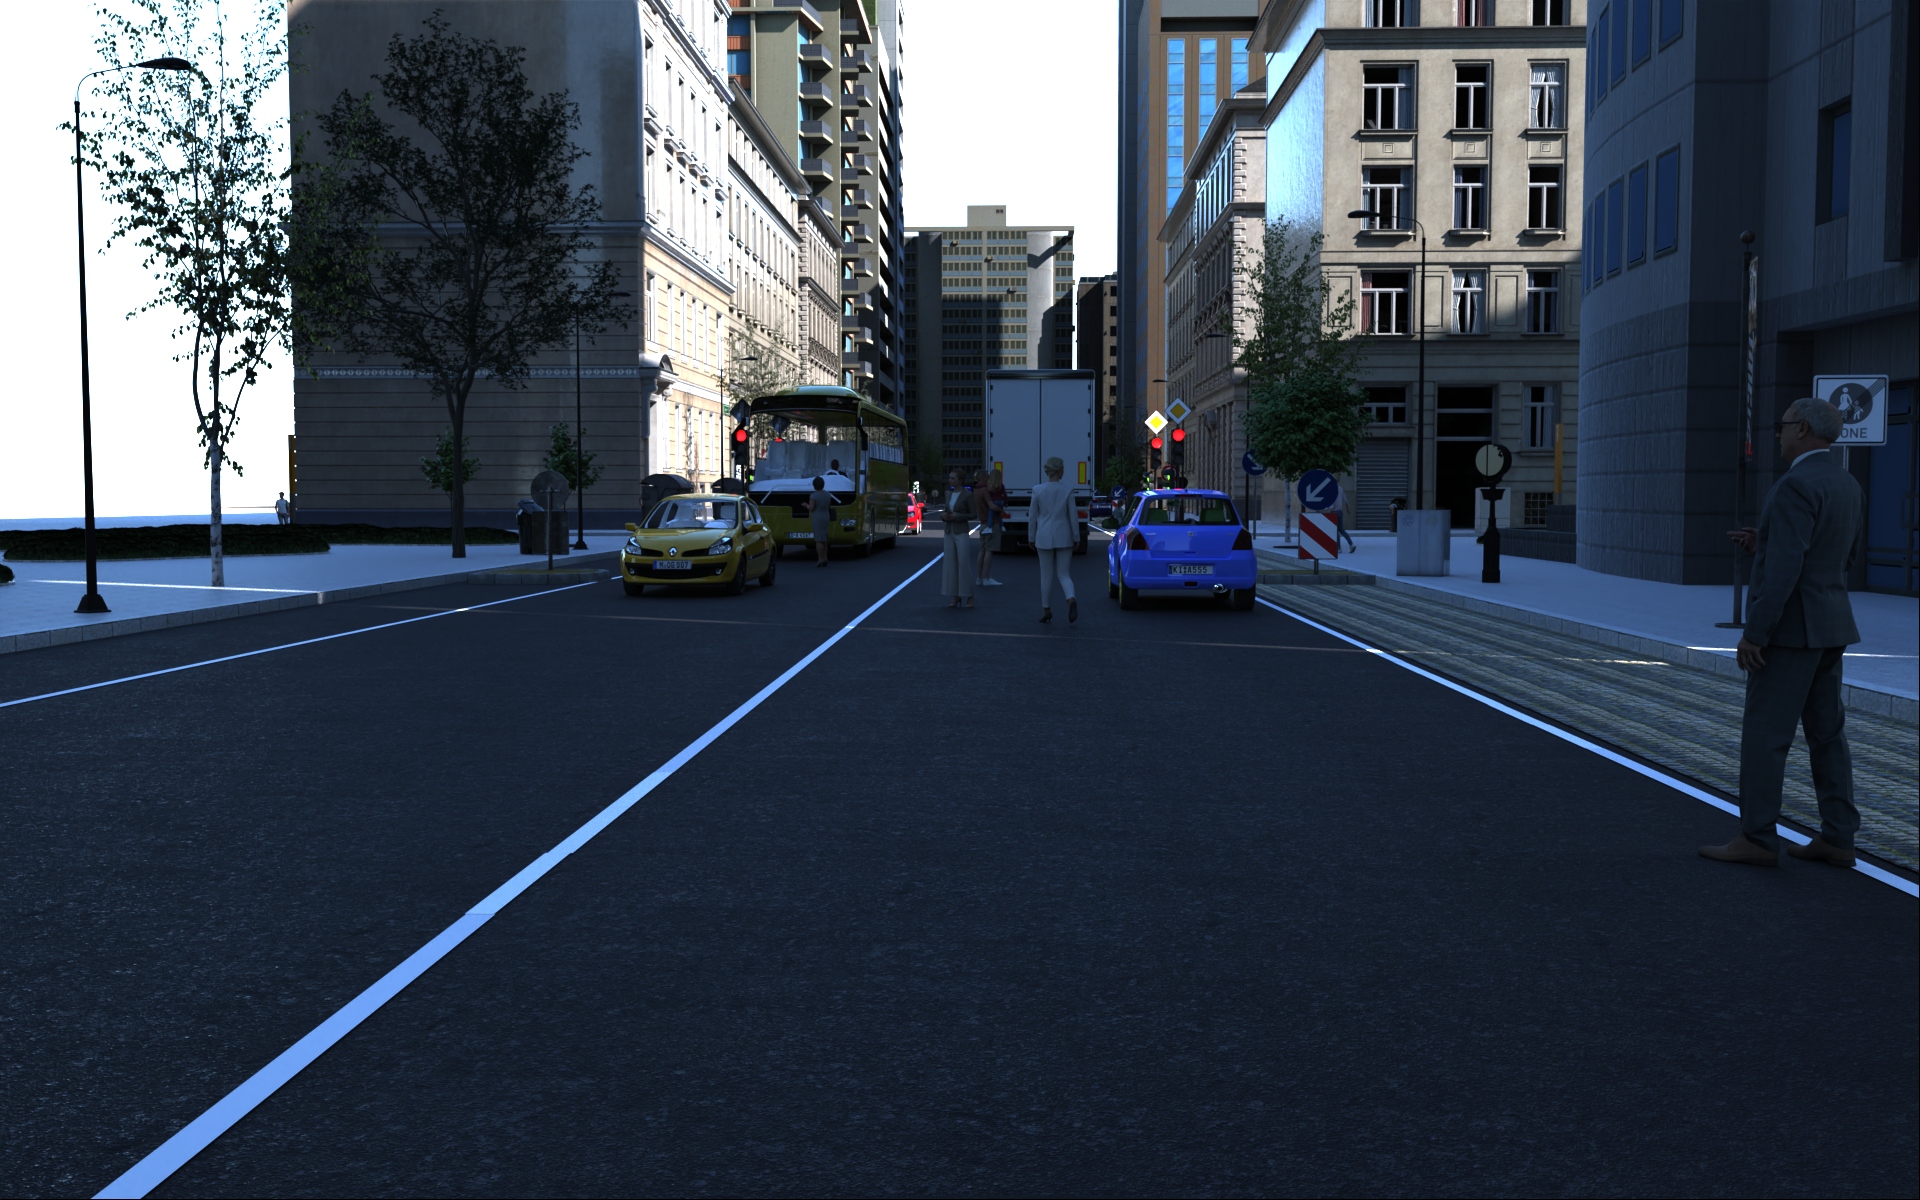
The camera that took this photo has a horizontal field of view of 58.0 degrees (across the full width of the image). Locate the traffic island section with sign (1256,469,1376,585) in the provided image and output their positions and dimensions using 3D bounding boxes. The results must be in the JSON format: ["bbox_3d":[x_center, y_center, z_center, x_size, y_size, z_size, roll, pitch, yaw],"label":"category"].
[{"bbox_3d":[5.572,-1.193,28.137,1.989,1.847,2.006,0,4,2],"label":"traffic island section with sign"}]

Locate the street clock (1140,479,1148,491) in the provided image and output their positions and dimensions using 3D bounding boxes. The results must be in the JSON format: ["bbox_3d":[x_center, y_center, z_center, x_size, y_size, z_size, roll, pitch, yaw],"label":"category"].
[{"bbox_3d":[9.135,-4.981,86.011,0.358,2.002,0.471,-1,4,-20],"label":"street clock"}]

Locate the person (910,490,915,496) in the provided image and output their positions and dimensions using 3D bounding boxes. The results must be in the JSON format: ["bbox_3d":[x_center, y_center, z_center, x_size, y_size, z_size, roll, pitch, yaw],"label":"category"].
[{"bbox_3d":[-4.563,-9.603,163.996,0.756,1.711,0.436,-1,4,-10],"label":"person"}]

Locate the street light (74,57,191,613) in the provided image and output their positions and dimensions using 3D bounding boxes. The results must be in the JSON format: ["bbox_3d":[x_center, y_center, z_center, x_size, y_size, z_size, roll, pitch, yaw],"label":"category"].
[{"bbox_3d":[-8.876,-2.817,18.596,1.470,5.913,1.316,0,4,2],"label":"street light"}]

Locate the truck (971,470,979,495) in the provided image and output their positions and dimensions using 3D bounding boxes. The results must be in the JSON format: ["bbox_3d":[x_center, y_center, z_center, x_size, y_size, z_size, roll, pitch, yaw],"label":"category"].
[{"bbox_3d":[2.946,-12.901,199.839,2.839,4.237,11.283,0,4,4],"label":"truck"}]

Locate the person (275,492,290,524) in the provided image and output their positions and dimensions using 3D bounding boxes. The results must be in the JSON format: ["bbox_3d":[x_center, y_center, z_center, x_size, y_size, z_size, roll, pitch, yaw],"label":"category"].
[{"bbox_3d":[-22.438,-2.838,57.495,0.523,1.515,0.503,3,4,39],"label":"person"}]

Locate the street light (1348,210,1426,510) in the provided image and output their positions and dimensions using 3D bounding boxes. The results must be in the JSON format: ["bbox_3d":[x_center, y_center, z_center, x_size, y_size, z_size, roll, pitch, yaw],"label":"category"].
[{"bbox_3d":[7.044,-3.422,28.497,1.470,5.913,1.316,0,4,2],"label":"street light"}]

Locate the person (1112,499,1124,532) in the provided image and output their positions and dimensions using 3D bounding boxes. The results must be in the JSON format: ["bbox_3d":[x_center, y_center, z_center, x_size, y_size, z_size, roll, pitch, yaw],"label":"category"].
[{"bbox_3d":[4.310,-2.088,46.921,0.425,1.301,0.394,2,4,30],"label":"person"}]

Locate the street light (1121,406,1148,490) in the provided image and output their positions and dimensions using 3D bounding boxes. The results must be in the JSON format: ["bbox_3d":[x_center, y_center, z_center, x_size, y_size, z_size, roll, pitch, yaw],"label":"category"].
[{"bbox_3d":[9.271,-7.244,90.977,1.470,5.913,1.316,0,4,2],"label":"street light"}]

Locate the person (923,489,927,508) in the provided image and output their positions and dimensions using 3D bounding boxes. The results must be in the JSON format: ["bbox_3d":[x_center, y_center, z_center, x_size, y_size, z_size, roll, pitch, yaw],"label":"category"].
[{"bbox_3d":[-3.084,-8.441,146.522,0.705,1.822,1.348,1,4,22],"label":"person"}]

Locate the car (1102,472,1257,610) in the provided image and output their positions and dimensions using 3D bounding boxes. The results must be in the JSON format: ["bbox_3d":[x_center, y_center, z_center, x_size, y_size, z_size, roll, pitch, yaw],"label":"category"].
[{"bbox_3d":[2.852,-0.806,22.762,1.945,1.707,3.694,0,4,2],"label":"car"}]

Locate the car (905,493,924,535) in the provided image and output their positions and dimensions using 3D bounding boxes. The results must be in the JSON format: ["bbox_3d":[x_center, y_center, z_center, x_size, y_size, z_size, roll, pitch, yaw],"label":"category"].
[{"bbox_3d":[-2.333,-3.235,61.940,2.155,1.783,4.494,0,4,1],"label":"car"}]

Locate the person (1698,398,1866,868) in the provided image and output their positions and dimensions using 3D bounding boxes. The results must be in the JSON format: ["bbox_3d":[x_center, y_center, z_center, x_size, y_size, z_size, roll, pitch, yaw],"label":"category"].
[{"bbox_3d":[3.210,0.116,6.781,0.661,1.801,0.590,-3,5,-39],"label":"person"}]

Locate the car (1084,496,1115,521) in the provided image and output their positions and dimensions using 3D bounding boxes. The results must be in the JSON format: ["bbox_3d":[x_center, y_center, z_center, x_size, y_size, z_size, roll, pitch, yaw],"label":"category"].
[{"bbox_3d":[7.569,-4.887,92.491,1.945,1.354,3.894,0,4,1],"label":"car"}]

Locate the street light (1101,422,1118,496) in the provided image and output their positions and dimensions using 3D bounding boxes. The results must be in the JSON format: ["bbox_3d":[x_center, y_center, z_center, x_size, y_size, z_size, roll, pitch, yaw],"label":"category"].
[{"bbox_3d":[9.921,-8.545,112.249,1.470,5.913,1.316,0,4,2],"label":"street light"}]

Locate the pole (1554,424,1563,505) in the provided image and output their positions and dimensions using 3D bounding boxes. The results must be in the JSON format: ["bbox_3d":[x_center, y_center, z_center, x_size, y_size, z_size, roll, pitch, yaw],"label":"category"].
[{"bbox_3d":[17.355,-3.450,50.248,0.158,3.312,0.155,0,3,0],"label":"pole"}]

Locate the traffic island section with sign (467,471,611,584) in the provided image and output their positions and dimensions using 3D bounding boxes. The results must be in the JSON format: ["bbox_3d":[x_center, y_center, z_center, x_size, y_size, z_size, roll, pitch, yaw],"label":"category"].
[{"bbox_3d":[-6.847,-1.217,28.530,1.989,1.847,2.006,0,4,2],"label":"traffic island section with sign"}]

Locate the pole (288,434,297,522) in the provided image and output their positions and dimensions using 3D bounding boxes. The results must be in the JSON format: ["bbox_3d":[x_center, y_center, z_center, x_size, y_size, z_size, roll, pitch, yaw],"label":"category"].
[{"bbox_3d":[-22.783,-3.990,59.086,0.158,3.312,0.155,0,3,0],"label":"pole"}]

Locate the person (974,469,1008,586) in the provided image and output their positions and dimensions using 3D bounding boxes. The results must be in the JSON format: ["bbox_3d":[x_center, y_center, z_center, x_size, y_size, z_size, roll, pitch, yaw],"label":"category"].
[{"bbox_3d":[0.465,-1.145,27.198,0.580,1.828,0.573,1,4,22],"label":"person"}]

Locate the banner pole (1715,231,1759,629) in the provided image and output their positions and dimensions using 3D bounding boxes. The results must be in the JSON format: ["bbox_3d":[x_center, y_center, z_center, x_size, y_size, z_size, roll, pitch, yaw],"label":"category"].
[{"bbox_3d":[7.421,-1.610,16.346,0.401,3.779,0.863,1,4,16],"label":"banner pole"}]

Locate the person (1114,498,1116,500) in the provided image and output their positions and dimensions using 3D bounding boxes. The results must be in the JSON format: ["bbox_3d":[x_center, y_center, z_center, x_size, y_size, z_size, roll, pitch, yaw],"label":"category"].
[{"bbox_3d":[15.211,-9.945,170.114,0.593,1.643,0.415,-2,4,-29],"label":"person"}]

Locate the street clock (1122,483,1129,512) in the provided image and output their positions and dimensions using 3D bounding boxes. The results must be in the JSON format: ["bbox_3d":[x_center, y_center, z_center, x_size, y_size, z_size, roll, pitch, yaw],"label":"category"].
[{"bbox_3d":[10.893,-6.698,114.087,0.471,2.002,0.358,0,4,1],"label":"street clock"}]

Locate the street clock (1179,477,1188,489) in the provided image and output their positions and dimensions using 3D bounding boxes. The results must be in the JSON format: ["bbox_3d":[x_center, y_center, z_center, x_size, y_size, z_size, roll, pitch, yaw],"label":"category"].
[{"bbox_3d":[9.227,-4.124,71.999,0.471,2.002,0.358,0,4,0],"label":"street clock"}]

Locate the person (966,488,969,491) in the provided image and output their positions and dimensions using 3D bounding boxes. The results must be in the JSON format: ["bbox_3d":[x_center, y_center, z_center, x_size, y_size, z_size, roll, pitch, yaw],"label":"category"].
[{"bbox_3d":[0.402,-5.723,102.172,0.767,1.812,0.694,0,4,4],"label":"person"}]

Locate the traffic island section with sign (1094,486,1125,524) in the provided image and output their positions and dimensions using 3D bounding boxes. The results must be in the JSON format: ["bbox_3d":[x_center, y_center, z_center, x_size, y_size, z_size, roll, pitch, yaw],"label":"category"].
[{"bbox_3d":[7.501,-4.586,83.607,1.989,1.847,2.006,0,4,2],"label":"traffic island section with sign"}]

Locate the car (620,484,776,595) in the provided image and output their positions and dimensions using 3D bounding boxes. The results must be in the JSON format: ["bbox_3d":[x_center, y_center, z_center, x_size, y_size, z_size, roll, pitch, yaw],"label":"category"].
[{"bbox_3d":[-3.841,-0.950,25.764,2.015,1.641,3.980,0,4,3],"label":"car"}]

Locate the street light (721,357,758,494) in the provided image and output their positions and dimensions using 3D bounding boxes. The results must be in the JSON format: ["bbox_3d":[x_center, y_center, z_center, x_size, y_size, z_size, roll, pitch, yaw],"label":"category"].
[{"bbox_3d":[-7.545,-5.278,58.833,1.470,5.913,1.316,0,4,2],"label":"street light"}]

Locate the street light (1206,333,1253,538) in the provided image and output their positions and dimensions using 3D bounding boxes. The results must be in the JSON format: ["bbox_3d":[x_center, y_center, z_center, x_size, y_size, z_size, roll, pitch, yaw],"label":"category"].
[{"bbox_3d":[7.802,-4.751,50.218,1.470,5.913,1.316,0,4,2],"label":"street light"}]

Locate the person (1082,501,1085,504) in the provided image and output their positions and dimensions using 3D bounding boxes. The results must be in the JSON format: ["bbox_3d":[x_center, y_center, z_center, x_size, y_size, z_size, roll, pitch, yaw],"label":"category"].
[{"bbox_3d":[13.183,-10.958,185.234,1.348,1.821,0.705,1,4,12],"label":"person"}]

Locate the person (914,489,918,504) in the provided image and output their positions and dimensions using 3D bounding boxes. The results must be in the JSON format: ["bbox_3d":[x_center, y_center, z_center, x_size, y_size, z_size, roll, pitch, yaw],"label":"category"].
[{"bbox_3d":[-3.428,-7.834,136.685,0.705,1.812,1.348,0,4,-5],"label":"person"}]

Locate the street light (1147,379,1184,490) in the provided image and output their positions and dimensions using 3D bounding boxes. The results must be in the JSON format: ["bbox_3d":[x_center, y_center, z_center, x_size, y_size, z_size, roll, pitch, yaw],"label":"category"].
[{"bbox_3d":[8.494,-5.976,70.250,1.470,5.913,1.316,0,4,2],"label":"street light"}]

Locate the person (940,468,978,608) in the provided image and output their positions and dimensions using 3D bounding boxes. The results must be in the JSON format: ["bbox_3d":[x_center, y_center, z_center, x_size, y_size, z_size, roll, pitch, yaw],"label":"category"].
[{"bbox_3d":[-0.054,-0.789,21.951,0.519,1.759,0.362,3,5,40],"label":"person"}]

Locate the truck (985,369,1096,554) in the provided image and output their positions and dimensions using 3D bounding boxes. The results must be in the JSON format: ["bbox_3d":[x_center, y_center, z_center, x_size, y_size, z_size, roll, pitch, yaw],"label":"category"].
[{"bbox_3d":[1.991,-3.406,44.594,2.839,4.237,11.283,0,4,2],"label":"truck"}]

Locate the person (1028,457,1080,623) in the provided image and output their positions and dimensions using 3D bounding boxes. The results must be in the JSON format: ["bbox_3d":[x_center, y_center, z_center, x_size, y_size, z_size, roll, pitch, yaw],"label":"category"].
[{"bbox_3d":[1.056,-0.653,19.059,0.514,1.842,0.818,-1,4,-16],"label":"person"}]

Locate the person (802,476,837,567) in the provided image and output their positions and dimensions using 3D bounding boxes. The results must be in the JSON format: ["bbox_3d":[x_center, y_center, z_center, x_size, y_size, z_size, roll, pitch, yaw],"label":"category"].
[{"bbox_3d":[-2.746,-1.543,34.085,0.716,1.782,0.532,-3,5,-44],"label":"person"}]

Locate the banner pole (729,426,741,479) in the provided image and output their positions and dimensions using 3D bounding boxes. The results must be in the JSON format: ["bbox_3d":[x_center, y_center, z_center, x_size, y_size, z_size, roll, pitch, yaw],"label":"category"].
[{"bbox_3d":[-8.329,-4.541,64.260,0.401,3.779,0.863,3,5,44],"label":"banner pole"}]

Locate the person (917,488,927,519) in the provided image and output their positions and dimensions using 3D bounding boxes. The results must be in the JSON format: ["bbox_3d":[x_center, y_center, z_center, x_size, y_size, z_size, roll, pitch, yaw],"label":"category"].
[{"bbox_3d":[-2.211,-5.613,100.380,0.767,1.812,0.694,-3,5,-42],"label":"person"}]

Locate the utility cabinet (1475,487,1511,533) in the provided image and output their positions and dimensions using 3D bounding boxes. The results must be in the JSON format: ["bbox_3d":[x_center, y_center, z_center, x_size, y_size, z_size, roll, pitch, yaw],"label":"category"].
[{"bbox_3d":[17.584,-2.968,57.198,1.173,1.500,0.318,-1,4,-20],"label":"utility cabinet"}]

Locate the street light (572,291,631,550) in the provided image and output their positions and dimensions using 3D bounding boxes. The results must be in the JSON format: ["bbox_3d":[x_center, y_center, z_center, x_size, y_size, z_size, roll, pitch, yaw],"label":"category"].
[{"bbox_3d":[-8.230,-4.115,39.825,1.470,5.913,1.316,0,4,2],"label":"street light"}]

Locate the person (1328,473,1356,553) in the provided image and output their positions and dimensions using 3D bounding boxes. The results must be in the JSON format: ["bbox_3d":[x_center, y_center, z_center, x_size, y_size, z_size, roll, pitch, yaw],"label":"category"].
[{"bbox_3d":[8.324,-1.889,37.603,0.598,1.740,0.731,2,4,31],"label":"person"}]

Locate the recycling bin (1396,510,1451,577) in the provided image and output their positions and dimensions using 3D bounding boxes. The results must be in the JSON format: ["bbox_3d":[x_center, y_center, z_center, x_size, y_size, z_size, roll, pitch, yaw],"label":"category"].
[{"bbox_3d":[7.306,-0.901,27.291,0.722,1.027,0.722,2,4,24],"label":"recycling bin"}]

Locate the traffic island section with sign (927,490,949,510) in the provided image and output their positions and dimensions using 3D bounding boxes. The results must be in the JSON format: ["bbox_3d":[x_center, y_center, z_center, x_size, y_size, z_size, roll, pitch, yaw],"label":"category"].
[{"bbox_3d":[-2.252,-9.329,161.163,1.989,1.847,2.006,0,4,2],"label":"traffic island section with sign"}]
